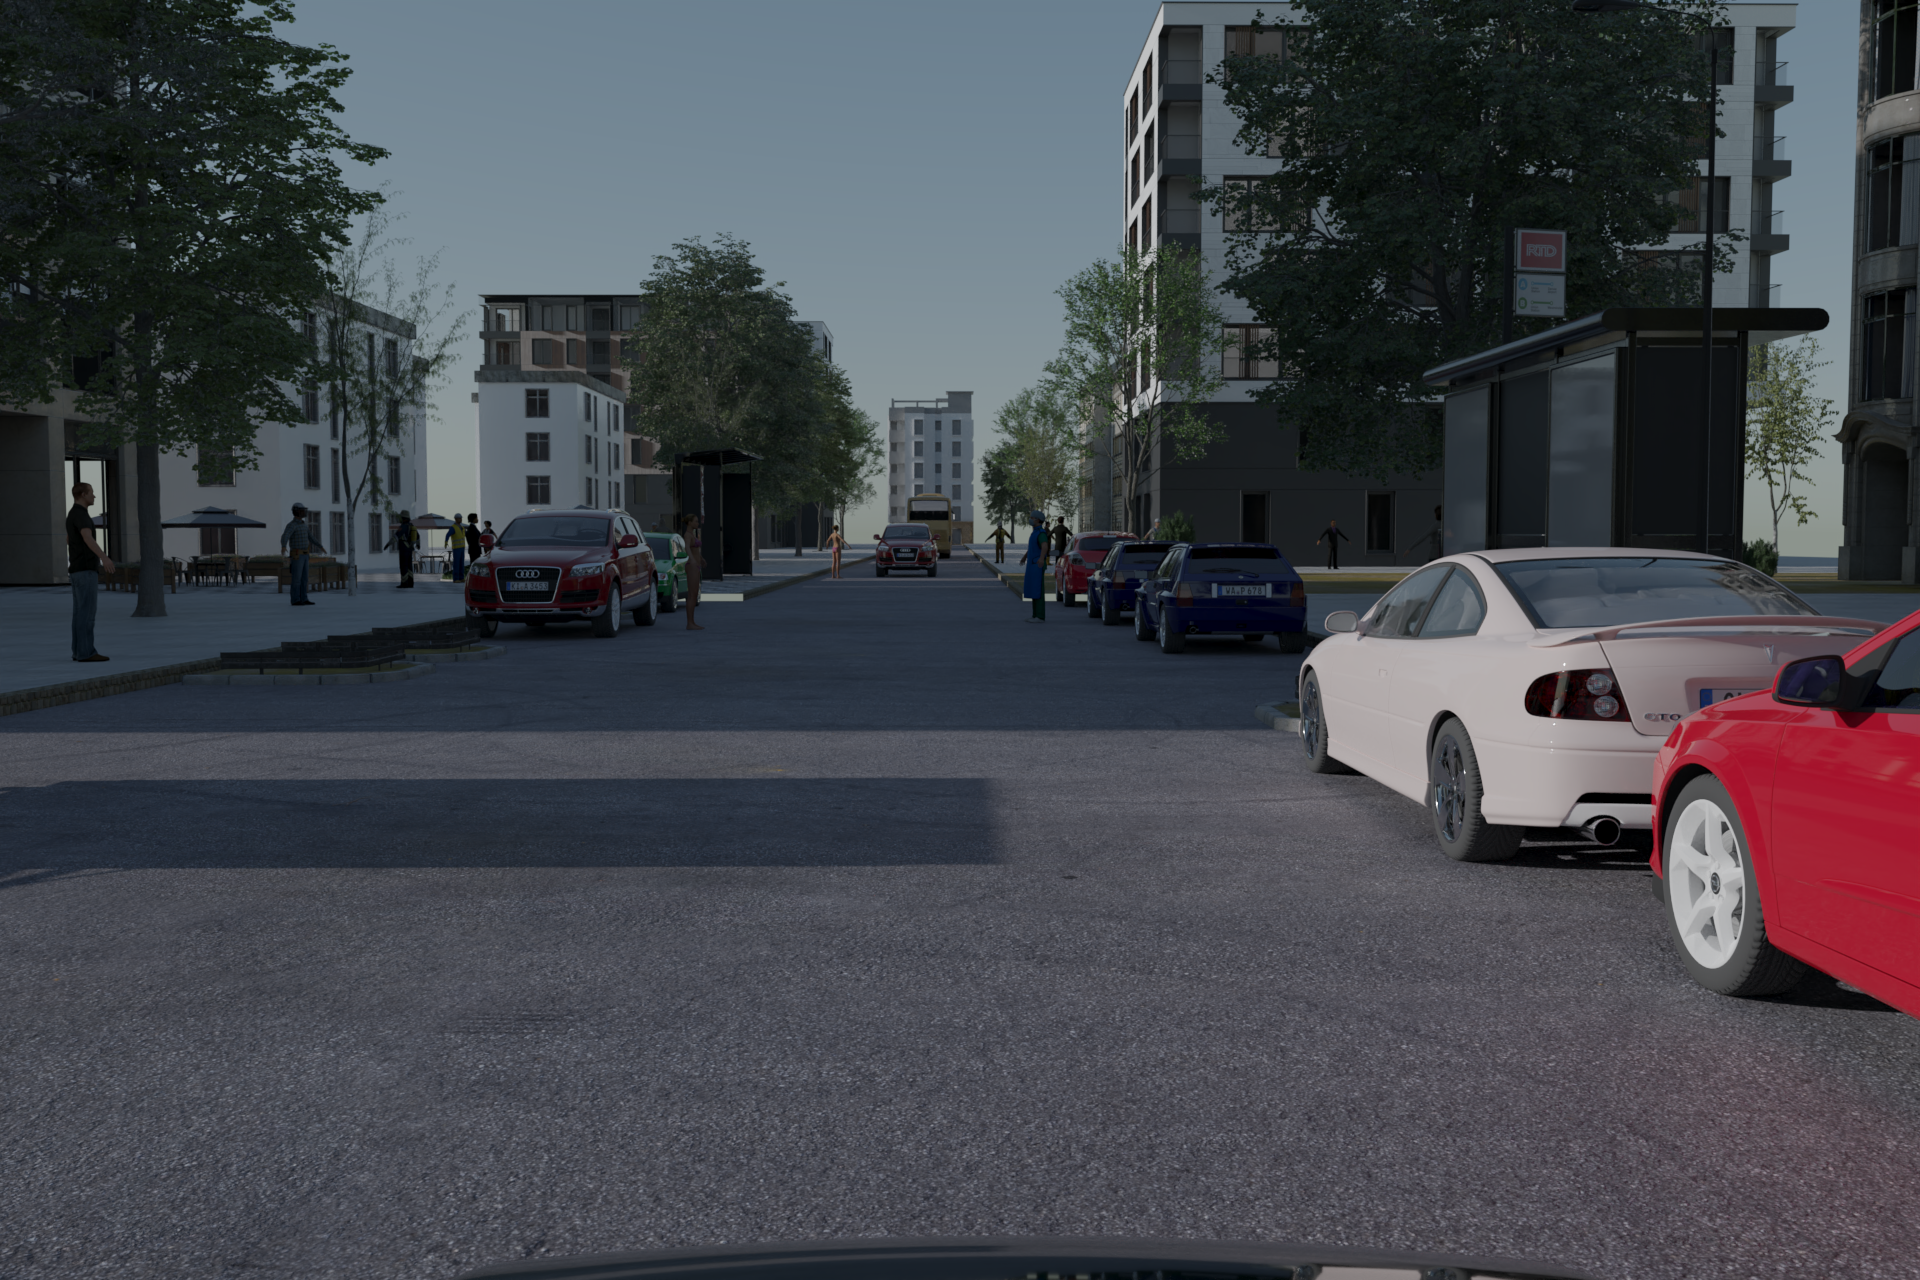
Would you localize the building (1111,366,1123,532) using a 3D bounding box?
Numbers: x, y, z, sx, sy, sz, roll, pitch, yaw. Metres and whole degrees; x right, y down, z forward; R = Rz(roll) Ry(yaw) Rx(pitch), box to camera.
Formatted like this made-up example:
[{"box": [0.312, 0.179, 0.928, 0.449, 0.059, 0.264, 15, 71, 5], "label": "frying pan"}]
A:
[{"box": [24.148, -20.133, 160.111, 19.493, 23.208, 18.063, 0, 4, 0], "label": "building"}]

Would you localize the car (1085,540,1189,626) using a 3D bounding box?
[{"box": [3.074, -0.973, 28.483, 1.945, 1.354, 3.894, 0, 4, -1], "label": "car"}]

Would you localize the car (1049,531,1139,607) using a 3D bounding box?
[{"box": [2.928, -1.622, 35.567, 2.155, 1.783, 4.494, 0, 3, 0], "label": "car"}]

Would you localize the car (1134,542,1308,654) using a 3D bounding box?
[{"box": [3.253, -0.583, 22.107, 1.945, 1.354, 3.894, 0, 4, -1], "label": "car"}]

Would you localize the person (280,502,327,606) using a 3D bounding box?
[{"box": [-11.847, -1.547, 31.131, 0.704, 1.849, 1.345, 1, 4, 11], "label": "person"}]

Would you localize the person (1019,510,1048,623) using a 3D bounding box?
[{"box": [1.222, -1.193, 28.084, 0.704, 1.817, 1.347, -1, 4, -11], "label": "person"}]

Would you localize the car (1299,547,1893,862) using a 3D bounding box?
[{"box": [3.048, 0.208, 8.968, 2.083, 1.381, 4.827, 0, 4, -1], "label": "car"}]

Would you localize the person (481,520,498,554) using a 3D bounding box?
[{"box": [-18.915, -3.862, 69.289, 1.345, 1.843, 0.704, 2, 4, 30], "label": "person"}]

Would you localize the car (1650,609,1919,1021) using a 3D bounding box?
[{"box": [3.237, 0.300, 4.131, 2.155, 1.783, 4.494, 0, 4, -1], "label": "car"}]

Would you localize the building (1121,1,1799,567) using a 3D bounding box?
[{"box": [21.507, -14.638, 83.301, 27.936, 21.610, 32.646, 0, 4, -1], "label": "building"}]

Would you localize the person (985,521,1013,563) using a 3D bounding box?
[{"box": [1.732, -4.276, 75.673, 1.354, 1.858, 0.705, -2, 4, -24], "label": "person"}]

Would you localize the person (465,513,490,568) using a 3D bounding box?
[{"box": [-10.438, -1.883, 37.503, 0.721, 1.740, 1.216, -2, 4, -33], "label": "person"}]

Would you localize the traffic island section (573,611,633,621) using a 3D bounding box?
[{"box": [-6.488, -0.406, 29.499, 1.991, 0.108, 1.994, 0, 4, 0], "label": "traffic island section"}]

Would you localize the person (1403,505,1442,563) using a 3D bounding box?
[{"box": [7.495, -1.254, 27.257, 1.215, 1.744, 0.721, -2, 4, -25], "label": "person"}]

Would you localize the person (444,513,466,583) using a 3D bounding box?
[{"box": [-13.150, -2.418, 45.505, 0.705, 1.833, 1.349, 1, 4, 22], "label": "person"}]

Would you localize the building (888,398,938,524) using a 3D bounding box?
[{"box": [-9.330, -22.865, 232.715, 11.380, 20.090, 16.016, 0, 4, -3], "label": "building"}]

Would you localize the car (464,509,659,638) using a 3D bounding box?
[{"box": [-5.779, -1.036, 25.607, 2.281, 1.827, 5.304, 0, 4, -1], "label": "car"}]

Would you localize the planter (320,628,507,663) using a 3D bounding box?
[{"box": [-6.404, 0.057, 20.210, 1.991, 0.319, 1.994, 0, 4, -1], "label": "planter"}]

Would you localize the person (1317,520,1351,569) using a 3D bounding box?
[{"box": [13.538, -3.461, 62.812, 1.346, 1.802, 0.704, -1, 4, -16], "label": "person"}]

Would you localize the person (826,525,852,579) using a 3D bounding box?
[{"box": [-3.922, -2.851, 55.873, 0.721, 1.733, 1.217, -3, 5, -44], "label": "person"}]

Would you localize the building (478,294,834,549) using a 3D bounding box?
[{"box": [-27.057, -19.585, 164.182, 27.936, 21.610, 32.646, 0, 3, 0], "label": "building"}]

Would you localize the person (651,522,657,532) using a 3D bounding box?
[{"box": [-12.743, -4.003, 71.910, 1.216, 1.772, 0.721, 2, 4, 29], "label": "person"}]

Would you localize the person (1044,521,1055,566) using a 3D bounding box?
[{"box": [3.598, -3.941, 70.573, 0.704, 1.812, 1.346, -1, 4, -21], "label": "person"}]

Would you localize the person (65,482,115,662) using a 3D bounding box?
[{"box": [-8.795, -0.687, 17.453, 0.705, 1.803, 1.348, -3, 4, -38], "label": "person"}]

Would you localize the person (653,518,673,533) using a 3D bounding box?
[{"box": [-9.865, -3.137, 57.419, 1.348, 1.813, 0.705, -1, 4, -17], "label": "person"}]

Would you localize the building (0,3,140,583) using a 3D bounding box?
[{"box": [-31.519, -13.774, 28.406, 19.350, 26.588, 34.151, 0, 4, 0], "label": "building"}]

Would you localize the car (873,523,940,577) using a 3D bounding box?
[{"box": [-1.808, -3.107, 59.473, 2.281, 1.827, 5.304, 0, 4, 0], "label": "car"}]

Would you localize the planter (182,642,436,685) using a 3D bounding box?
[{"box": [-6.418, 0.226, 17.437, 1.991, 0.319, 1.994, 0, 4, -1], "label": "planter"}]

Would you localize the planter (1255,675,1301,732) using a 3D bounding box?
[{"box": [3.300, 0.487, 13.174, 1.991, 0.319, 1.994, 0, 3, 0], "label": "planter"}]

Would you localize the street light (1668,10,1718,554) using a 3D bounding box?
[{"box": [7.064, -2.604, 15.118, 1.470, 5.913, 1.316, 0, 4, 0], "label": "street light"}]

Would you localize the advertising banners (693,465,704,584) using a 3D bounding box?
[{"box": [-6.597, -2.899, 43.586, 0.090, 3.025, 2.074, 0, 4, 1], "label": "advertising banners"}]

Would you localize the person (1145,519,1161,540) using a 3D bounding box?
[{"box": [7.208, -3.504, 63.143, 1.347, 1.847, 0.705, -1, 4, -22], "label": "person"}]

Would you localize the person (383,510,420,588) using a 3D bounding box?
[{"box": [-13.148, -2.155, 41.015, 0.705, 1.856, 1.354, 1, 4, 17], "label": "person"}]

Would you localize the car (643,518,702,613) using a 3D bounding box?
[{"box": [-6.057, -1.478, 32.962, 1.959, 1.807, 4.718, 0, 3, 0], "label": "car"}]

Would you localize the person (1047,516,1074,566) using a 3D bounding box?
[{"box": [2.954, -2.704, 50.392, 1.347, 1.806, 0.705, 2, 4, 31], "label": "person"}]

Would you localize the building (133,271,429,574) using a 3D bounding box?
[{"box": [-26.296, -7.788, 69.480, 9.099, 9.664, 28.070, 0, 3, 0], "label": "building"}]

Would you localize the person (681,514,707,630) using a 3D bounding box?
[{"box": [-3.948, -1.028, 26.061, 0.721, 1.733, 1.217, 0, 4, -2], "label": "person"}]

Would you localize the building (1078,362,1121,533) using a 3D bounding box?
[{"box": [22.311, -21.316, 179.437, 19.493, 23.208, 18.063, 0, 4, -1], "label": "building"}]
